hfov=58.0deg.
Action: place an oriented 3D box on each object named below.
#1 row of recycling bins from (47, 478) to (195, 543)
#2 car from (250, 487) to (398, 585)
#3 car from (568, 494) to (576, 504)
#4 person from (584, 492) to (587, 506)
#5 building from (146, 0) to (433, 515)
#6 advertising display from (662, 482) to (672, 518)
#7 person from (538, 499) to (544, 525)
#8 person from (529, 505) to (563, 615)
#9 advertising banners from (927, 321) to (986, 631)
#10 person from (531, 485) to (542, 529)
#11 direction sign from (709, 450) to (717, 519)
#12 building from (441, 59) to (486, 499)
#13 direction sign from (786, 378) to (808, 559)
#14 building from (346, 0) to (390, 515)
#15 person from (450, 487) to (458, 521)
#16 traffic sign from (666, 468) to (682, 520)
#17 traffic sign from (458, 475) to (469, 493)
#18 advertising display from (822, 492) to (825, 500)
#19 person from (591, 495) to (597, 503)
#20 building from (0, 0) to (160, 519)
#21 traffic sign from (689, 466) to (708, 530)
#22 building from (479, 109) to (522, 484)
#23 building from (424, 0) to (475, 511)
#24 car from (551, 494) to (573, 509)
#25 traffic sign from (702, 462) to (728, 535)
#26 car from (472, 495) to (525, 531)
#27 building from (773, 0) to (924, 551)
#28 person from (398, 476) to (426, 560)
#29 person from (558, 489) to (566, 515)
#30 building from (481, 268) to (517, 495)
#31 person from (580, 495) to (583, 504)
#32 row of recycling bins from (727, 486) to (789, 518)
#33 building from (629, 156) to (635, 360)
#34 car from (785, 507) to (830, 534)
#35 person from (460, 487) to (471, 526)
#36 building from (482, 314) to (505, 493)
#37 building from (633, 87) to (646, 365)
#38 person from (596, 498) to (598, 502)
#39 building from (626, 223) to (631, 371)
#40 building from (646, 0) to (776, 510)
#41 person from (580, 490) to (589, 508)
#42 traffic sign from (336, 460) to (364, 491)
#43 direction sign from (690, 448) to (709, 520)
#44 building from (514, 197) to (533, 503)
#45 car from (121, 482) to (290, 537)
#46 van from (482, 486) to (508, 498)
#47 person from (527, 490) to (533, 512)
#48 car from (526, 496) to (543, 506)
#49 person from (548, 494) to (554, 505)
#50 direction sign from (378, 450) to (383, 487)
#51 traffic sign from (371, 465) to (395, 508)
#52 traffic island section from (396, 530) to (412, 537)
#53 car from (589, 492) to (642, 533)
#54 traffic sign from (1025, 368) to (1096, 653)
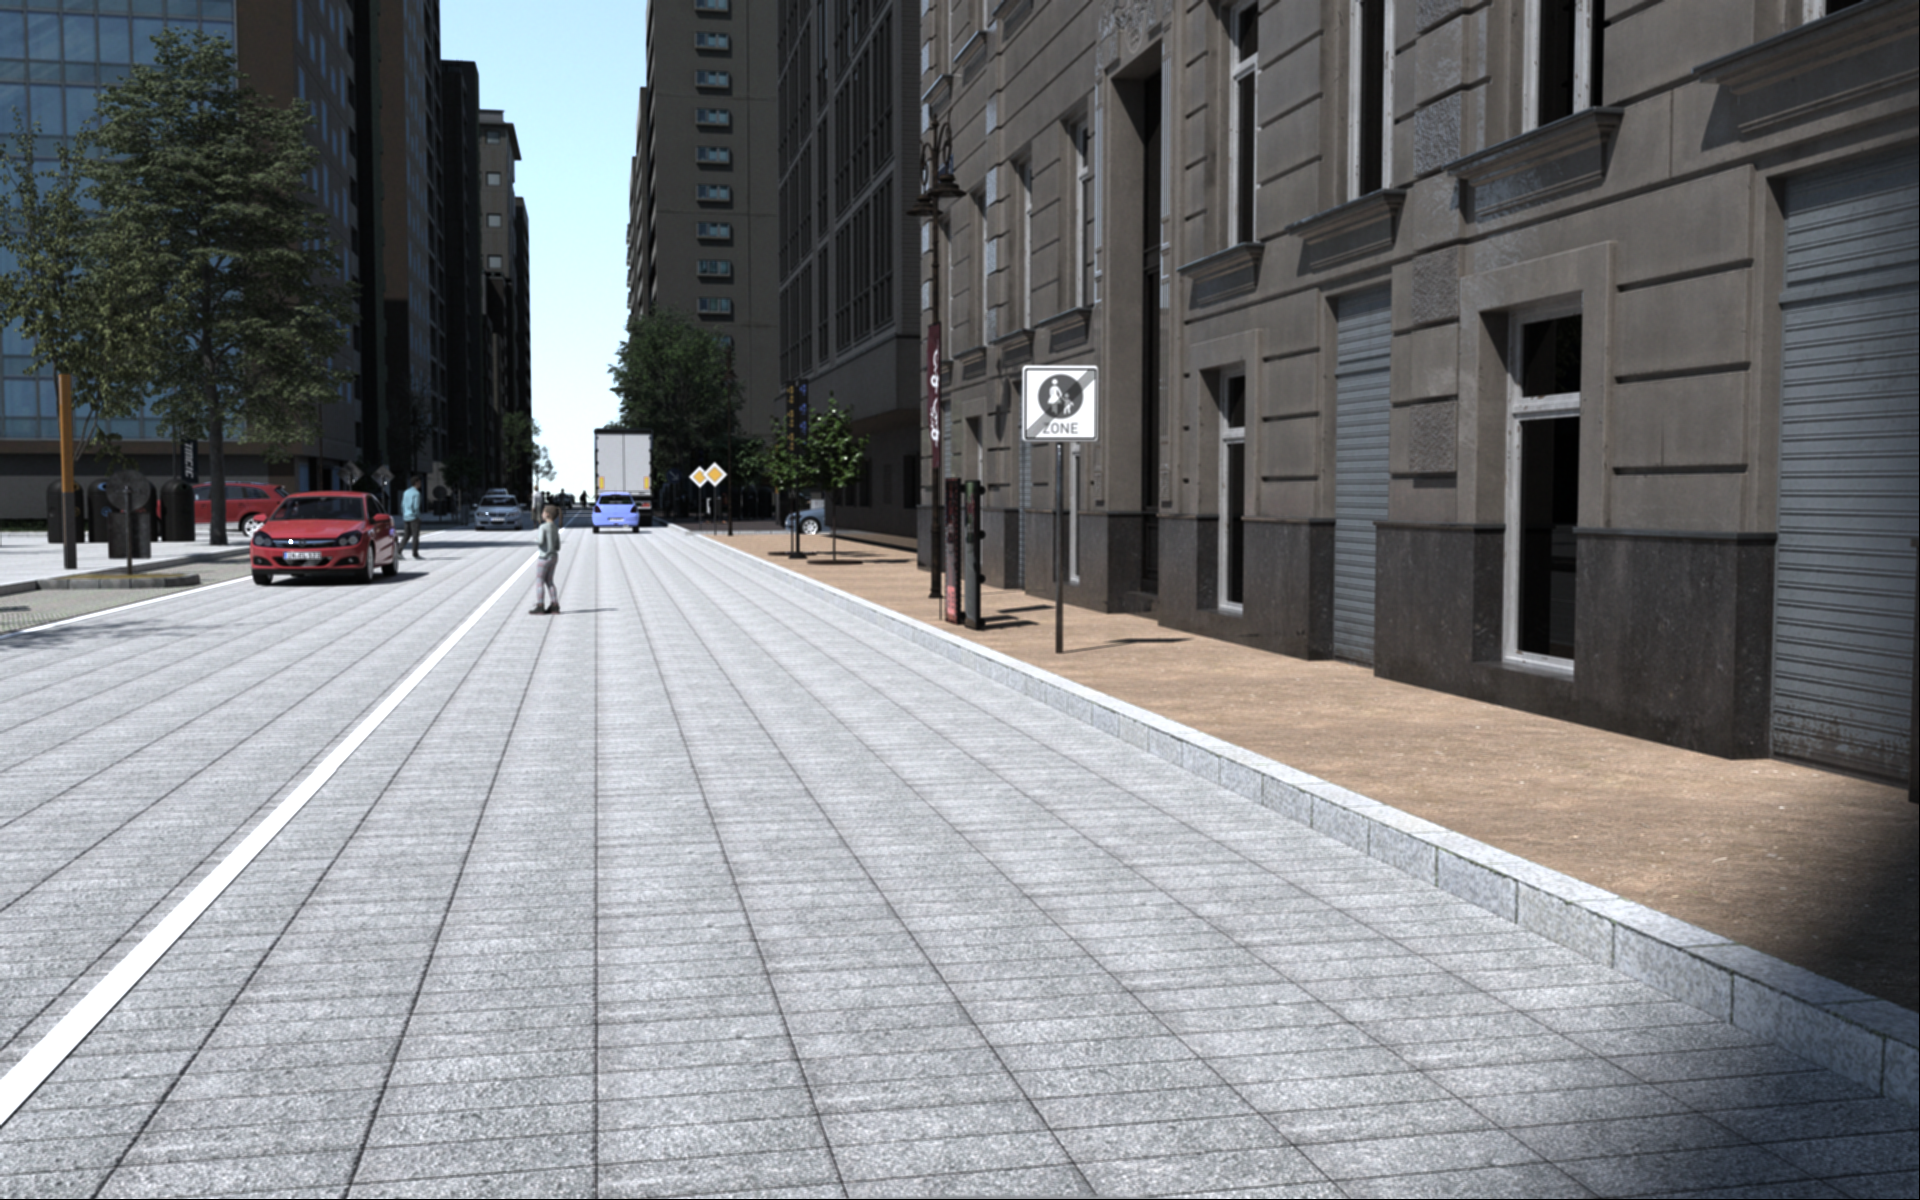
[{"bbox_3d":[-22.335,-2.387,46.142,3.534,1.692,1.069,-2,4,-32],"label":"row of recycling bins"},{"bbox_3d":[-10.540,-1.213,28.878,2.155,1.783,4.494,-1,4,-10],"label":"car"},{"bbox_3d":[-55.464,-14.388,245.463,2.015,1.641,3.980,-1,4,-12],"label":"car"},{"bbox_3d":[-44.045,-11.870,203.504,0.436,1.711,0.756,-1,4,-18],"label":"person"},{"bbox_3d":[-41.620,-28.115,109.793,14.600,45.320,14.200,-1,4,-12],"label":"building"},{"bbox_3d":[-15.586,-5.320,92.198,0.123,1.923,0.974,-2,4,-35],"label":"advertising display"},{"bbox_3d":[-19.171,-4.154,79.011,0.503,1.515,0.523,-3,4,-39],"label":"person"},{"bbox_3d":[-4.951,-0.482,20.663,0.394,1.301,0.425,0,4,5],"label":"person"},{"bbox_3d":[-0.064,-1.278,17.087,0.090,3.025,2.074,-1,4,-14],"label":"advertising banners"},{"bbox_3d":[-17.316,-3.809,71.000,0.478,1.798,0.641,-2,4,-29],"label":"person"},{"bbox_3d":[-12.894,-5.981,89.783,0.876,3.537,0.379,3,4,37],"label":"direction sign"},{"bbox_3d":[-51.148,-28.989,157.572,14.154,41.232,14.086,-1,4,-12],"label":"building"},{"bbox_3d":[-3.226,-2.591,34.357,0.379,3.537,0.876,-2,4,-32],"label":"direction sign"},{"bbox_3d":[-37.561,-19.376,88.503,14.160,30.474,14.107,-1,4,-12],"label":"building"},{"bbox_3d":[-24.812,-4.665,85.105,0.374,1.781,0.599,-3,4,-36],"label":"person"},{"bbox_3d":[-13.890,-5.143,84.191,0.768,2.556,0.104,-1,4,-10],"label":"traffic sign"},{"bbox_3d":[-33.804,-7.210,117.988,0.768,2.556,0.104,-1,4,-10],"label":"traffic sign"},{"bbox_3d":[-7.519,-5.775,99.633,0.974,1.923,0.123,-3,4,-38],"label":"advertising display"},{"bbox_3d":[-33.297,-9.194,158.803,0.705,1.826,1.348,2,4,25],"label":"person"},{"bbox_3d":[-31.874,-25.476,66.646,14.600,45.320,14.200,-1,4,-12],"label":"building"},{"bbox_3d":[-9.234,-3.539,61.501,0.795,2.450,0.064,-1,4,-12],"label":"traffic sign"},{"bbox_3d":[-75.394,-39.737,238.946,28.713,52.752,27.495,-1,4,-12],"label":"building"},{"bbox_3d":[-50.393,-42.867,139.125,20.563,71.187,20.611,-1,4,-12],"label":"building"},{"bbox_3d":[-38.773,-9.601,168.775,2.131,1.459,4.920,-1,4,-11],"label":"car"},{"bbox_3d":[-7.595,-3.061,53.685,0.795,2.450,0.064,-1,4,-12],"label":"traffic sign"},{"bbox_3d":[-18.394,-3.495,69.150,2.014,1.417,4.499,-1,4,-13],"label":"car"},{"bbox_3d":[3.607,-15.216,42.294,14.314,27.812,24.014,-1,4,-12],"label":"building"},{"bbox_3d":[-11.964,-1.781,37.632,0.660,1.820,0.620,3,4,36],"label":"person"},{"bbox_3d":[-26.734,-6.583,116.320,0.511,1.800,0.466,0,4,-3],"label":"person"},{"bbox_3d":[-64.220,-27.465,220.748,14.160,30.474,14.107,-1,4,-12],"label":"building"},{"bbox_3d":[-43.514,-11.466,199.209,0.421,1.427,0.697,0,4,3],"label":"person"},{"bbox_3d":[-11.011,-5.342,94.456,3.534,1.692,1.069,1,4,12],"label":"row of recycling bins"},{"bbox_3d":[-34.218,-37.580,238.140,21.300,48.544,21.600,-1,4,-12],"label":"building"},{"bbox_3d":[-3.751,-2.904,59.477,4.499,1.417,2.014,-1,4,-11],"label":"car"},{"bbox_3d":[-22.371,-4.235,78.293,0.362,1.759,0.519,3,5,43],"label":"person"},{"bbox_3d":[-61.895,-20.370,178.093,27.650,21.520,28.899,-1,4,-12],"label":"building"},{"bbox_3d":[-26.115,-35.238,199.845,21.300,48.544,21.600,-1,4,-12],"label":"building"},{"bbox_3d":[-26.359,-7.223,126.689,0.616,1.811,0.778,-3,4,-37],"label":"person"},{"bbox_3d":[-42.101,-40.290,278.349,23.786,49.044,30.456,-1,4,-12],"label":"building"},{"bbox_3d":[-16.083,-32.253,151.037,21.300,48.544,21.600,-1,4,-12],"label":"building"},{"bbox_3d":[-38.409,-10.317,177.200,1.348,1.823,0.705,2,4,26],"label":"person"},{"bbox_3d":[-18.116,-2.928,51.509,0.795,2.450,0.064,-1,4,-12],"label":"traffic sign"},{"bbox_3d":[-12.981,-5.722,85.559,0.876,3.537,0.379,3,4,36],"label":"direction sign"},{"bbox_3d":[-76.927,-39.195,264.533,21.300,48.544,21.600,-1,4,-12],"label":"building"},{"bbox_3d":[-23.615,-2.811,54.628,5.304,1.827,2.281,-1,4,-10],"label":"car"},{"bbox_3d":[-32.908,-7.095,123.009,2.013,2.044,4.112,-1,4,-12],"label":"van"},{"bbox_3d":[-34.699,-8.020,140.344,1.217,1.735,0.721,3,5,40],"label":"person"},{"bbox_3d":[-48.790,-11.422,198.754,2.014,1.417,4.499,-1,4,-10],"label":"car"},{"bbox_3d":[-41.171,-9.956,174.505,0.697,1.427,0.421,3,5,41],"label":"person"},{"bbox_3d":[-29.816,-5.943,89.168,0.379,3.537,0.876,0,4,-5],"label":"direction sign"},{"bbox_3d":[-19.755,-3.406,59.325,0.795,2.450,0.064,-1,4,-12],"label":"traffic sign"},{"bbox_3d":[-19.776,-2.269,59.382,2.009,0.180,2.903,-1,4,-12],"label":"traffic island section"},{"bbox_3d":[-12.802,-3.352,64.397,1.945,1.707,3.694,-1,4,-12],"label":"car"},{"bbox_3d":[0.799,-0.719,13.891,0.606,2.300,0.079,0,4,-2],"label":"traffic sign"}]
